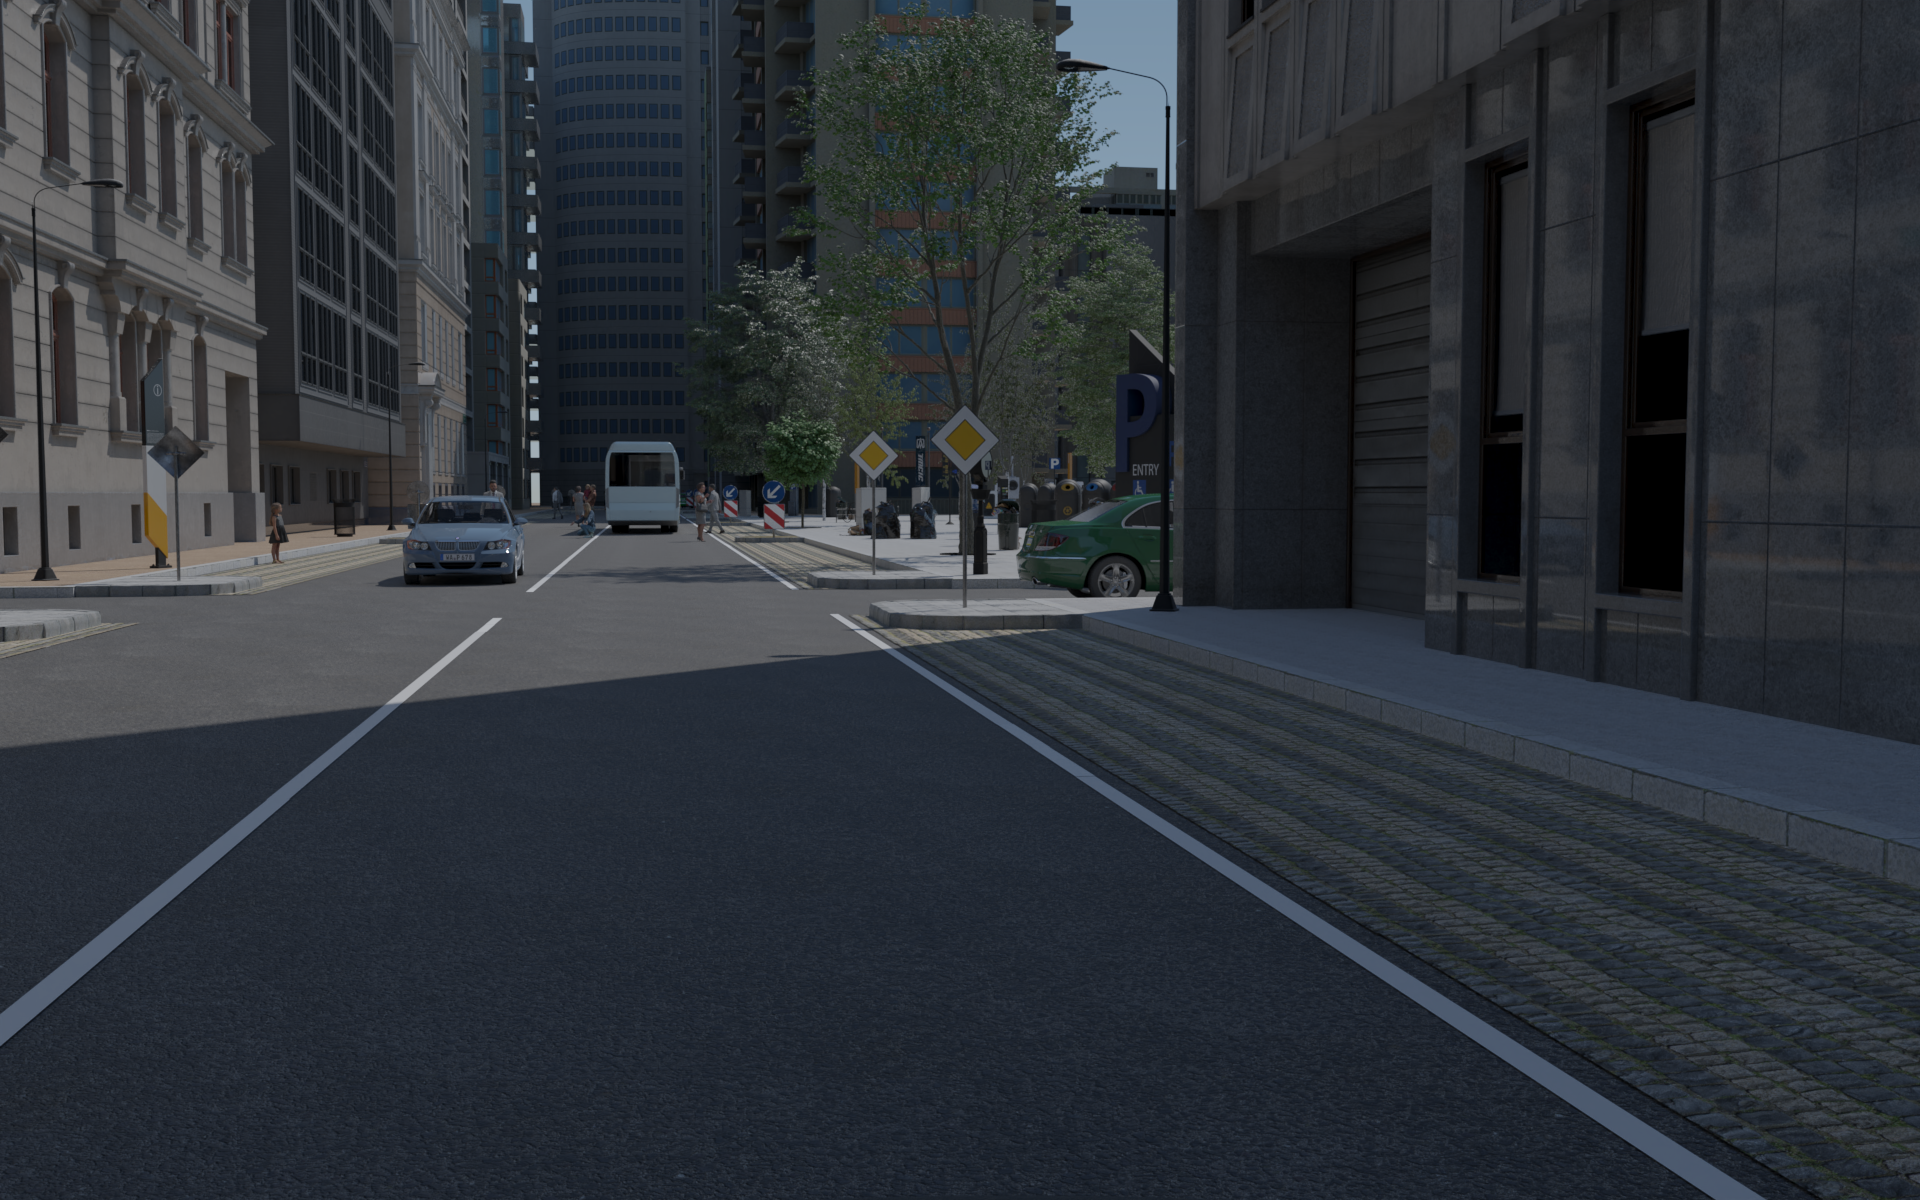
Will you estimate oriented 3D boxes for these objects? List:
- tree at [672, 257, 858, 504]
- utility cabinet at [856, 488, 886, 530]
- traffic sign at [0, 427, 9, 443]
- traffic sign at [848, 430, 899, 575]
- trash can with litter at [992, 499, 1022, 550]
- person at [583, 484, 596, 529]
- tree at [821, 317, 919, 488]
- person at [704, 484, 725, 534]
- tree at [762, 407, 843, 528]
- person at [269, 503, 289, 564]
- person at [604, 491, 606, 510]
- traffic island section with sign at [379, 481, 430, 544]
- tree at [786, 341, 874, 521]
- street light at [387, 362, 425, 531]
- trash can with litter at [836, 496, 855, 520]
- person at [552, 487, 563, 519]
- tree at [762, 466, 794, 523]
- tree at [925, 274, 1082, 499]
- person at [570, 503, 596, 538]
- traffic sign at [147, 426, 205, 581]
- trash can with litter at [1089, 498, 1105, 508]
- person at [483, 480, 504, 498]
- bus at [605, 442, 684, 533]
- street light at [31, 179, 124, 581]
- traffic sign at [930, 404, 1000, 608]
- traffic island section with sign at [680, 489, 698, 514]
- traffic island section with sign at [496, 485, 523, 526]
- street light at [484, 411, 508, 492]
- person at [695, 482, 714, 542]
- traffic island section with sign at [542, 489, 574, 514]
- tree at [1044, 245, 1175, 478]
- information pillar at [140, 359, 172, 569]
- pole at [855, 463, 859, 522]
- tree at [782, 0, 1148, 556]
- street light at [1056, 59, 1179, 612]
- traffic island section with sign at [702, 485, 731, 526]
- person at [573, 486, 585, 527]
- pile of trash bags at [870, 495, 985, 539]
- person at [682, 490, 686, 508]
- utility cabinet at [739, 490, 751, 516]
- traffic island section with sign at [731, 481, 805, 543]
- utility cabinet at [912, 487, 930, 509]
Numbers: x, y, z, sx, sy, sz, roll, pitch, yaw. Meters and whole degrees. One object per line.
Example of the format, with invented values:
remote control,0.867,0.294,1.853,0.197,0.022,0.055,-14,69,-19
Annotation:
tree,-10.084,-11.355,92.313,9.857,13.997,8.962,0,3,0
utility cabinet,-3.132,-3.194,60.907,1.173,1.500,0.318,-3,5,-45
traffic sign,-10.132,-0.859,17.693,0.795,2.450,0.064,-1,4,-10
traffic sign,-1.365,-1.451,27.361,0.795,2.450,0.064,-1,4,-10
trash can with litter,1.094,-1.742,39.868,0.624,1.170,1.055,0,4,8
person,-15.169,-3.829,71.083,0.580,1.828,0.573,1,4,11
tree,-3.743,-7.413,71.562,4.737,8.622,4.395,0,3,0
person,-8.830,-3.266,62.175,0.850,1.792,0.678,1,4,11
tree,-5.964,-4.980,65.135,4.285,4.588,4.351,0,3,0
person,-13.959,-1.366,35.498,0.373,1.253,0.362,1,4,9
person,-31.059,-8.745,152.270,0.721,1.735,1.217,-2,4,-29
traffic island section with sign,-15.688,-2.544,50.228,1.989,1.847,2.006,-1,4,-10
tree,-6.308,-8.113,83.007,4.360,8.622,3.978,0,3,0
street light,-19.508,-5.410,60.996,1.470,5.913,1.316,-1,4,-10
trash can with litter,-5.670,-4.596,86.540,1.055,1.170,0.624,1,4,15
person,-22.997,-5.529,99.002,0.850,1.850,0.679,3,4,39
tree,-8.069,-5.095,77.907,1.663,3.219,1.824,0,3,0
tree,1.787,-6.655,59.171,4.360,8.622,3.978,0,3,0
person,-12.229,-2.602,56.535,0.738,1.151,1.012,-2,4,-29
traffic sign,-11.550,-1.340,25.552,0.795,2.450,0.064,-1,4,-10
trash can with litter,2.384,-1.391,33.807,1.678,1.210,2.233,3,4,39
person,-11.945,-2.178,44.377,0.678,1.792,0.850,-1,4,-18
bus,-12.245,-4.449,67.598,2.948,3.499,13.247,-1,4,-9
street light,-13.032,-3.245,25.599,1.470,5.913,1.316,-1,4,-10
traffic sign,0.052,-0.970,19.502,0.795,2.450,0.064,-1,4,-10
traffic island section with sign,-19.439,-7.285,127.736,1.989,1.847,2.006,-1,4,-10
traffic island section with sign,-20.553,-4.195,77.224,1.989,1.847,2.006,-1,4,-10
street light,-25.929,-7.596,96.732,1.470,5.913,1.316,-1,4,-10
person,-7.736,-2.651,52.210,0.532,1.782,0.716,0,4,3
traffic island section with sign,-29.414,-7.202,126.377,1.989,1.847,2.006,-1,4,-10
tree,7.587,-9.829,78.833,7.486,12.596,7.792,0,3,0
information pillar,-13.862,-2.352,29.812,0.183,3.616,0.504,1,4,14
pole,-4.706,-5.219,79.167,0.158,3.312,0.155,0,3,0
tree,0.147,-6.754,36.179,9.928,11.665,9.643,0,3,0
street light,1.712,-2.827,18.763,1.470,5.913,1.316,-1,4,-10
traffic island section with sign,-10.499,-4.254,78.180,1.989,1.847,2.006,-1,4,-10
person,-16.491,-4.075,75.483,0.716,1.782,0.532,0,4,-2
pile of trash bags,-0.955,-2.457,49.916,3.447,1.369,1.912,1,4,16
person,-26.909,-9.758,167.918,0.709,1.838,0.599,2,4,34
utility cabinet,-12.176,-5.478,98.237,0.318,1.500,1.173,-2,4,-26
traffic island section with sign,-5.710,-2.631,51.652,1.989,1.847,2.006,-1,4,-10
utility cabinet,-1.273,-2.891,55.952,0.318,1.500,1.173,1,4,13
